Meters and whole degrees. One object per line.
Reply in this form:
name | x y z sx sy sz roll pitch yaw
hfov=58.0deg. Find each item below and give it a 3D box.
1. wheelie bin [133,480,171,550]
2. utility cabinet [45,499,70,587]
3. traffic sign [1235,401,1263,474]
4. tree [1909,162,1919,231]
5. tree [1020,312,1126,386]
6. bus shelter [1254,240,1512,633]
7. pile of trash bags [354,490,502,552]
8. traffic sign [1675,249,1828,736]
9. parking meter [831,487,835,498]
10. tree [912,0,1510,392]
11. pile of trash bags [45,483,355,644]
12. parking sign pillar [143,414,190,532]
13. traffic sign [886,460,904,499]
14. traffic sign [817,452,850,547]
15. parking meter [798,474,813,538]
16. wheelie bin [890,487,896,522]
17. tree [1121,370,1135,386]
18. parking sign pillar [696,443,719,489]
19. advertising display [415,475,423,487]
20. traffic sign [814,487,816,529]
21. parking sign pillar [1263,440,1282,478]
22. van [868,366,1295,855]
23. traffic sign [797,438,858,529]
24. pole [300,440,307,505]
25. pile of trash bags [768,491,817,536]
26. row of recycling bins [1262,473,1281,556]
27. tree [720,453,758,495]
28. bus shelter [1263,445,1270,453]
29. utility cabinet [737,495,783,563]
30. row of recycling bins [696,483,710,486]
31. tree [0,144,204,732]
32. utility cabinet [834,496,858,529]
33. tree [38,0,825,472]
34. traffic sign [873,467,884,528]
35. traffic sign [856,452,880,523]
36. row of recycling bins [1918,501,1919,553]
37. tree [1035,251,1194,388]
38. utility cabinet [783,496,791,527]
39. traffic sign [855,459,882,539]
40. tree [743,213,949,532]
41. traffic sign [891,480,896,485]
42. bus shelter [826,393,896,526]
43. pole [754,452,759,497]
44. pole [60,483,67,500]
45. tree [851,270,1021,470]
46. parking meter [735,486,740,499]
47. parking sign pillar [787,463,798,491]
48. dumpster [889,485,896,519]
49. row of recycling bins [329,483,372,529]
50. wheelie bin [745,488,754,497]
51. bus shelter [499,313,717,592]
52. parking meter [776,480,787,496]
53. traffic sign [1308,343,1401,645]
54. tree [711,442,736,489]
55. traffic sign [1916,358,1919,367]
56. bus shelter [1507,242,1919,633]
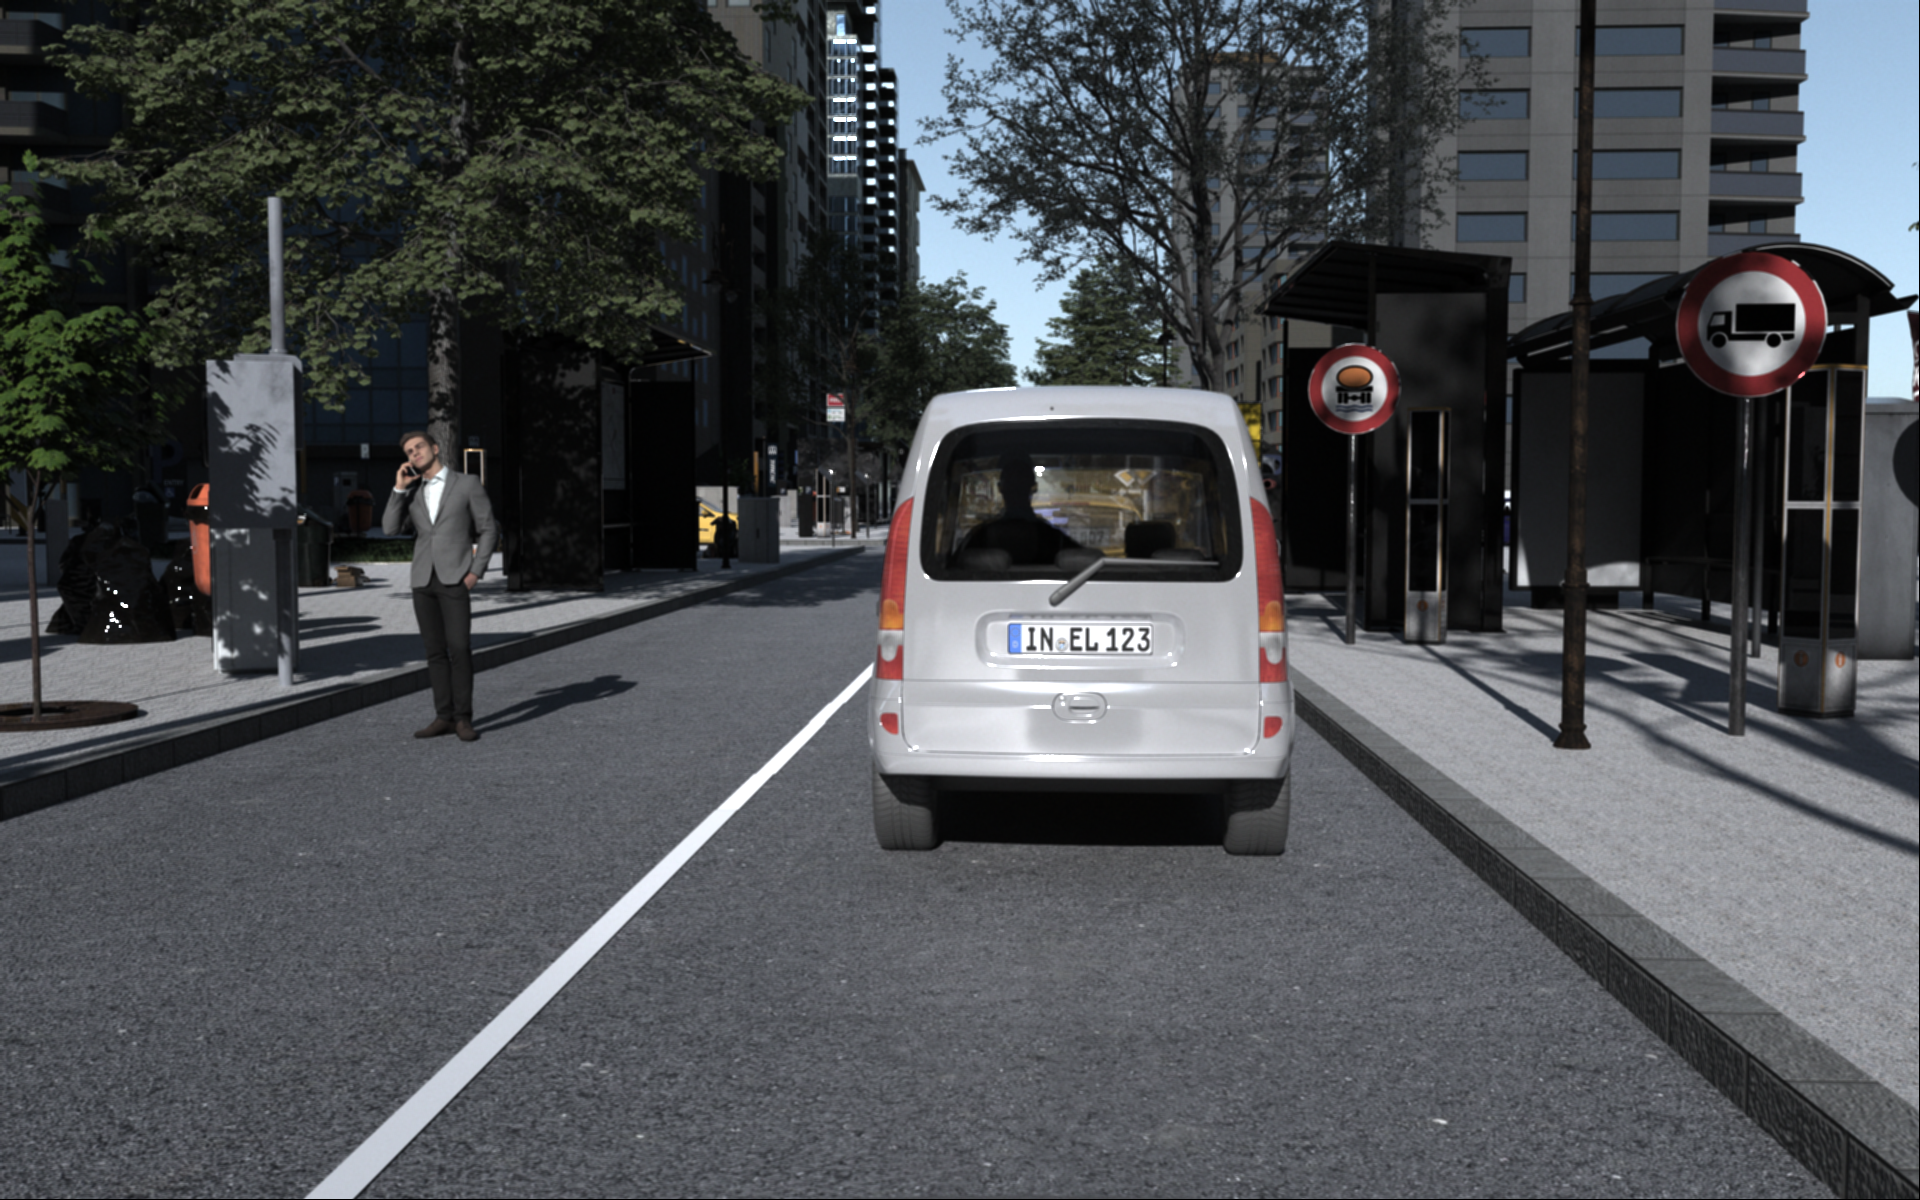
wheelie bin | -18.166 -1.897 38.932 0.693 1.594 0.980 -1 4 -15
utility cabinet | -12.743 -0.814 24.464 0.306 1.237 1.020 -2 4 -28
traffic sign | 5.504 -2.706 38.114 2.265 3.308 0.079 0 4 7
tree | 13.525 -4.258 19.989 4.737 8.622 4.395 0 3 0
tree | 12.048 -19.657 177.288 12.611 20.169 13.585 0 3 0
bus shelter | 4.450 -1.701 19.099 1.731 3.624 6.357 0 4 3
pile of trash bags | -11.921 -1.767 38.636 3.447 1.369 1.912 0 4 -8
traffic sign | 4.133 -0.552 9.137 0.768 2.556 0.104 0 4 5
parking meter | -5.585 -4.262 75.397 0.255 1.863 0.399 -2 4 -24
tree | 4.166 -7.227 28.525 12.009 13.543 11.850 0 3 0
pile of trash bags | -6.892 -0.346 15.403 1.912 1.369 3.447 -2 4 -35
parking sign pillar | -27.007 -4.308 58.909 1.447 3.967 1.447 3 4 37
traffic sign | -2.401 -4.048 66.182 0.884 2.594 0.081 1 4 12
traffic sign | -3.044 -2.325 41.655 0.795 2.450 0.064 0 4 3
parking meter | -4.576 -2.786 51.260 0.399 1.863 0.255 -3 5 -43
wheelie bin | -2.895 -4.381 79.533 0.980 1.594 0.693 0 4 1
tree | 8.708 -9.429 104.527 4.737 8.622 4.395 0 3 0
parking sign pillar | -13.266 -6.245 90.581 1.447 3.967 1.447 -2 4 -28
advertising display | -17.801 -3.200 57.538 0.123 1.923 0.974 1 4 8
traffic sign | -5.373 -3.926 64.199 0.884 2.594 0.081 1 4 8
parking sign pillar | 15.519 -5.919 85.251 1.447 3.967 1.447 0 4 -1
van | 0.579 -0.078 8.286 2.013 2.044 4.112 0 4 4
traffic sign | -4.828 -4.234 63.098 2.265 3.308 0.079 1 4 10
pole | -24.937 -4.402 65.821 0.158 3.312 0.155 0 3 0
pile of trash bags | -5.952 -2.643 52.972 3.447 1.369 1.912 1 4 9
row of recycling bins | 5.551 -1.648 34.063 3.534 1.692 1.069 0 4 -1
tree | -10.565 -5.351 82.087 1.663 3.219 1.824 0 3 0
bus shelter | 10.080 -4.292 64.090 2.014 3.302 5.546 0 4 3
utility cabinet | -3.776 -1.300 32.421 0.306 1.237 1.020 -3 5 -40
row of recycling bins | -10.810 -3.468 63.812 3.534 1.692 1.069 0 4 5
tree | -5.151 -0.919 9.621 1.663 3.219 1.824 0 3 0
utility cabinet | -4.202 -3.217 63.757 1.020 1.237 0.306 3 5 42
tree | -4.831 -6.074 17.437 7.486 12.596 7.792 0 3 0
traffic sign | -3.147 -3.822 64.621 0.606 2.300 0.079 0 4 4
traffic sign | -2.826 -3.236 53.012 0.768 2.556 0.104 1 4 10
row of recycling bins | 22.409 -1.906 38.274 3.534 1.692 1.069 0 4 -6
tree | 6.980 -10.001 81.643 7.486 12.596 7.792 0 3 0
utility cabinet | -6.927 -3.413 66.966 0.306 1.237 1.020 -3 4 -38
traffic sign | -2.633 -2.813 49.630 0.795 2.450 0.064 0 4 3
tree | -3.868 -7.572 58.210 7.601 10.594 8.767 0 4 1
traffic sign | -2.898 -4.683 78.694 0.606 2.300 0.079 1 4 13
bus shelter | -4.087 -5.735 71.401 2.179 5.291 8.768 0 4 3
pole | -9.803 -5.473 83.324 0.158 3.312 0.155 0 3 0
pole | -31.311 -4.075 60.472 0.158 3.312 0.155 0 3 0
tree | -1.689 -11.742 98.633 9.857 13.997 8.962 0 3 0
parking meter | -7.371 -2.948 56.618 0.372 1.533 0.369 0 3 0
parking sign pillar | -11.102 -7.920 117.970 1.447 3.967 1.447 -1 4 -21
dumpster | -3.173 -5.199 90.766 1.264 1.857 1.865 0 4 3
row of recycling bins | -22.196 -3.419 63.008 1.069 1.692 3.534 0 4 -6
wheelie bin | -11.547 -5.372 95.737 0.693 1.594 0.980 -1 4 -16
bus shelter | -5.028 -2.103 25.670 1.731 3.624 6.357 0 4 3
parking meter | -7.156 -3.905 69.557 0.399 1.863 0.255 -2 4 -32
traffic sign | 3.337 -0.894 14.726 0.768 2.556 0.104 1 4 8
tree | -15.447 -7.584 107.717 4.285 4.588 4.351 0 3 0
traffic sign | 4.429 -0.441 7.209 0.884 2.594 0.081 1 4 9
bus shelter | 6.793 -1.393 16.707 2.014 3.302 5.546 0 4 3
